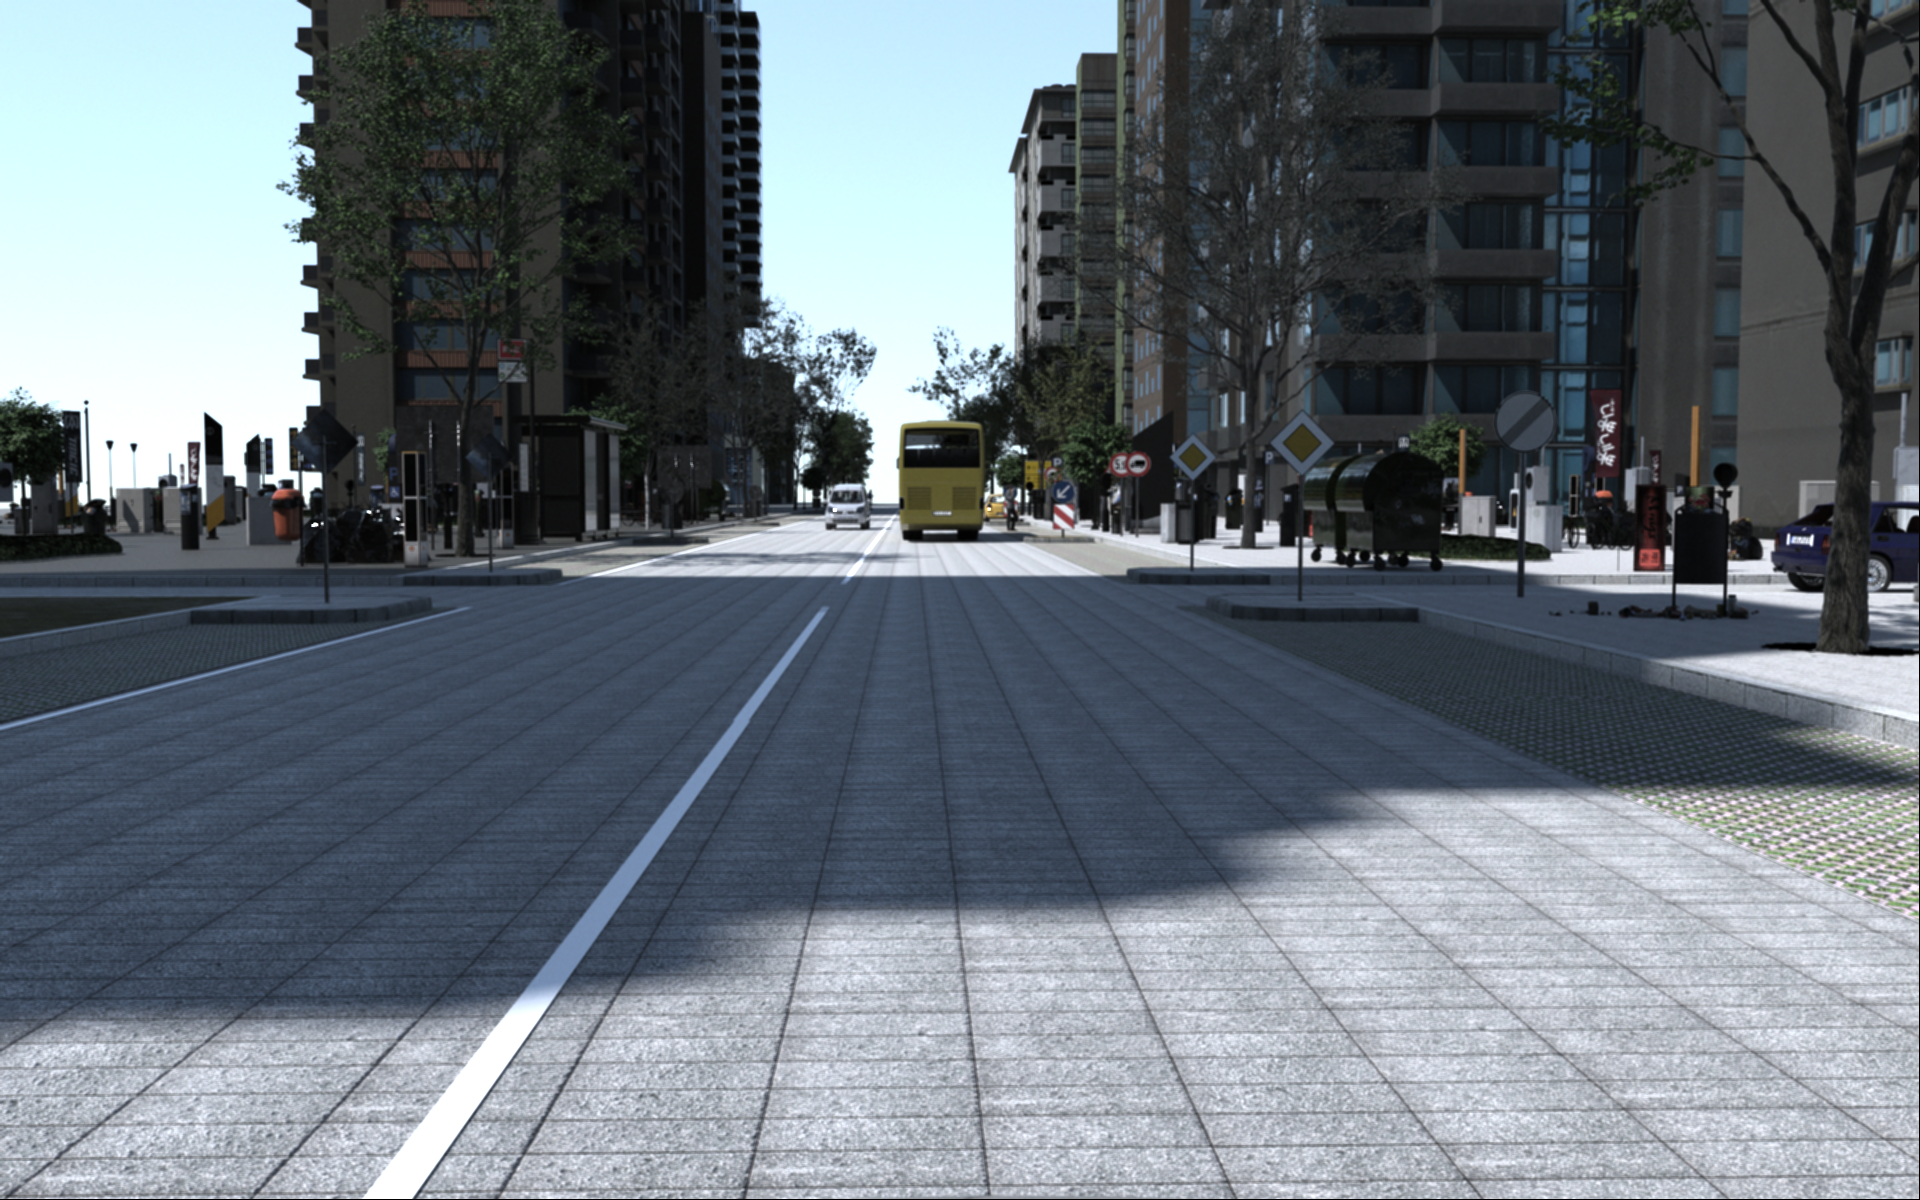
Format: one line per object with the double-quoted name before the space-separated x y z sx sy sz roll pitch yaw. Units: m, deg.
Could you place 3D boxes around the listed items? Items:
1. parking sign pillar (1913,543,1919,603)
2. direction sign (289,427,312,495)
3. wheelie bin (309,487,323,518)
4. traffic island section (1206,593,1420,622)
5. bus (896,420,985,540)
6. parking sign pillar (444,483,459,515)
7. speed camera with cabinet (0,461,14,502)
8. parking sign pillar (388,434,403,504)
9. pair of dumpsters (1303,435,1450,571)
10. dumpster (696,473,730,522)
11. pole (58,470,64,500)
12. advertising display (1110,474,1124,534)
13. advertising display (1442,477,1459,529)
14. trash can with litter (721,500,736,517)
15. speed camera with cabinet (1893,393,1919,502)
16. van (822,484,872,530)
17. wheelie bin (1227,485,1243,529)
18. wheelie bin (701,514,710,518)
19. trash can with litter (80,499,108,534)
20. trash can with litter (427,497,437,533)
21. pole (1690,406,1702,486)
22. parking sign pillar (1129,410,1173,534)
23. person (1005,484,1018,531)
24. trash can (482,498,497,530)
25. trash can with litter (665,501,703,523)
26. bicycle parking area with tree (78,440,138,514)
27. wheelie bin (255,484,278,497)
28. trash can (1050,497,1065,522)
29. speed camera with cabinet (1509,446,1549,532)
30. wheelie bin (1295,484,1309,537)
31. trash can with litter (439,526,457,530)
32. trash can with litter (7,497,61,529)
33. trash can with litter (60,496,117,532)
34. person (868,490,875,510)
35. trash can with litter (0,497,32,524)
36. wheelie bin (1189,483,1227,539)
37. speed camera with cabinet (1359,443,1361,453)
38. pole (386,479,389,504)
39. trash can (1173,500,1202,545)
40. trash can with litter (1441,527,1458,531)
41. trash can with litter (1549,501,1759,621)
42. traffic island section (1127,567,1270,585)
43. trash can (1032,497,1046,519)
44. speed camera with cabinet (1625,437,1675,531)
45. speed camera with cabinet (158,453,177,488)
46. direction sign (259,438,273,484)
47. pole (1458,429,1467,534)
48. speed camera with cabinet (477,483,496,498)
"parking sign pillar" 12.053 -1.946 20.283 1.447 3.967 1.447 -3 5 -42
"direction sign" -22.363 -4.085 58.783 0.876 3.537 0.379 1 4 17
"wheelie bin" -30.419 -4.534 82.032 0.693 1.594 0.980 -3 5 -44
"traffic island section" 4.095 0.092 20.770 2.009 0.180 2.903 0 4 -2
"bus" -0.694 -3.994 56.857 2.896 3.916 12.252 0 4 -2
"parking sign pillar" -23.053 -5.538 79.017 1.447 3.967 1.447 1 4 10
"speed camera with cabinet" -26.913 -3.254 47.532 0.660 3.252 2.038 0 4 8
"parking sign pillar" -17.730 -4.077 55.130 1.447 3.967 1.447 0 4 7
"pair of dumpsters" 7.325 -1.726 30.710 1.574 2.255 4.437 0 4 -1
"dumpster" -11.656 -4.828 81.435 1.502 2.255 1.985 0 4 -1
"pole" -42.519 -5.388 81.935 0.158 3.312 0.155 0 3 0
"advertising display" 5.035 -3.074 55.475 0.123 1.923 0.974 -1 4 -14
"advertising display" 18.137 -3.605 64.162 0.974 1.923 0.123 -2 4 -24
"trash can with litter" -12.952 -5.167 95.871 1.055 1.170 0.624 -3 4 -36
"speed camera with cabinet" 18.388 -2.385 33.326 0.660 3.252 2.038 2 4 25
"van" -4.573 -3.901 70.790 2.013 2.044 4.112 0 4 0
"wheelie bin" 9.954 -3.368 62.976 0.693 1.594 0.980 1 4 8
"wheelie bin" -13.545 -5.120 91.628 0.693 1.594 0.980 2 4 32
"trash can with litter" -21.128 -1.863 41.853 1.055 1.170 0.624 2 4 23
"trash can with litter" -17.449 -2.796 57.103 0.624 1.170 1.055 -2 4 -28
"pole" 17.079 -2.837 40.236 0.158 3.312 0.155 0 3 0
"parking sign pillar" 6.167 -4.104 55.567 1.447 3.967 1.447 0 4 2
"person" 1.990 -3.561 66.898 0.473 1.802 0.592 3 5 40
"trash can" -17.042 -3.122 62.702 0.748 1.137 0.748 0 3 0
"trash can with litter" -12.558 -4.033 76.994 2.233 1.210 1.678 1 4 17
"bicycle parking area with tree" -46.211 -6.624 95.301 9.016 4.147 8.231 0 4 1
"wheelie bin" -21.413 -2.801 53.708 0.980 1.594 0.693 2 4 33
"trash can" 4.329 -3.954 76.293 0.748 1.137 0.748 0 3 0
"speed camera with cabinet" 19.018 -3.885 57.858 0.660 3.252 2.038 0 4 -3
"wheelie bin" 10.318 -2.679 51.718 0.980 1.594 0.693 0 4 8
"trash can with litter" -18.973 -3.076 61.348 2.233 1.210 1.678 -1 4 -15
"trash can with litter" -33.818 -3.268 64.495 2.233 1.210 1.678 1 4 12
"trash can with litter" -29.313 -2.960 59.453 1.678 1.210 2.233 0 4 6
"person" -7.987 -9.045 156.259 0.599 1.838 0.709 -3 5 -42
"trash can with litter" -41.085 -3.940 75.485 2.233 1.210 1.678 -2 4 -34
"wheelie bin" 7.047 -2.557 49.711 0.693 1.594 0.980 3 4 38
"speed camera with cabinet" 15.532 -4.419 66.588 0.660 3.252 2.038 1 4 14
"pole" -30.005 -5.935 90.883 0.158 3.312 0.155 0 3 0
"trash can" 5.802 -1.992 44.218 0.748 1.137 0.748 0 3 0
"trash can with litter" 16.666 -3.031 60.618 1.678 1.210 2.233 -1 4 -18
"trash can with litter" 7.382 -0.442 18.293 2.233 1.210 1.678 1 4 13
"traffic island section" 3.868 -0.396 28.752 2.009 0.180 2.903 0 4 -2
"trash can" 4.019 -4.664 87.906 0.748 1.137 0.748 0 3 0
"speed camera with cabinet" 24.142 -4.032 60.252 2.038 3.252 0.660 -1 4 -20
"speed camera with cabinet" -38.603 -5.435 83.201 2.038 3.252 0.660 1 4 20
"direction sign" -28.136 -4.769 69.975 0.876 3.537 0.379 1 4 11
"pole" 15.770 -3.702 54.370 0.158 3.312 0.155 0 3 0
"speed camera with cabinet" -22.241 -5.348 81.772 0.660 3.252 2.038 0 4 2
